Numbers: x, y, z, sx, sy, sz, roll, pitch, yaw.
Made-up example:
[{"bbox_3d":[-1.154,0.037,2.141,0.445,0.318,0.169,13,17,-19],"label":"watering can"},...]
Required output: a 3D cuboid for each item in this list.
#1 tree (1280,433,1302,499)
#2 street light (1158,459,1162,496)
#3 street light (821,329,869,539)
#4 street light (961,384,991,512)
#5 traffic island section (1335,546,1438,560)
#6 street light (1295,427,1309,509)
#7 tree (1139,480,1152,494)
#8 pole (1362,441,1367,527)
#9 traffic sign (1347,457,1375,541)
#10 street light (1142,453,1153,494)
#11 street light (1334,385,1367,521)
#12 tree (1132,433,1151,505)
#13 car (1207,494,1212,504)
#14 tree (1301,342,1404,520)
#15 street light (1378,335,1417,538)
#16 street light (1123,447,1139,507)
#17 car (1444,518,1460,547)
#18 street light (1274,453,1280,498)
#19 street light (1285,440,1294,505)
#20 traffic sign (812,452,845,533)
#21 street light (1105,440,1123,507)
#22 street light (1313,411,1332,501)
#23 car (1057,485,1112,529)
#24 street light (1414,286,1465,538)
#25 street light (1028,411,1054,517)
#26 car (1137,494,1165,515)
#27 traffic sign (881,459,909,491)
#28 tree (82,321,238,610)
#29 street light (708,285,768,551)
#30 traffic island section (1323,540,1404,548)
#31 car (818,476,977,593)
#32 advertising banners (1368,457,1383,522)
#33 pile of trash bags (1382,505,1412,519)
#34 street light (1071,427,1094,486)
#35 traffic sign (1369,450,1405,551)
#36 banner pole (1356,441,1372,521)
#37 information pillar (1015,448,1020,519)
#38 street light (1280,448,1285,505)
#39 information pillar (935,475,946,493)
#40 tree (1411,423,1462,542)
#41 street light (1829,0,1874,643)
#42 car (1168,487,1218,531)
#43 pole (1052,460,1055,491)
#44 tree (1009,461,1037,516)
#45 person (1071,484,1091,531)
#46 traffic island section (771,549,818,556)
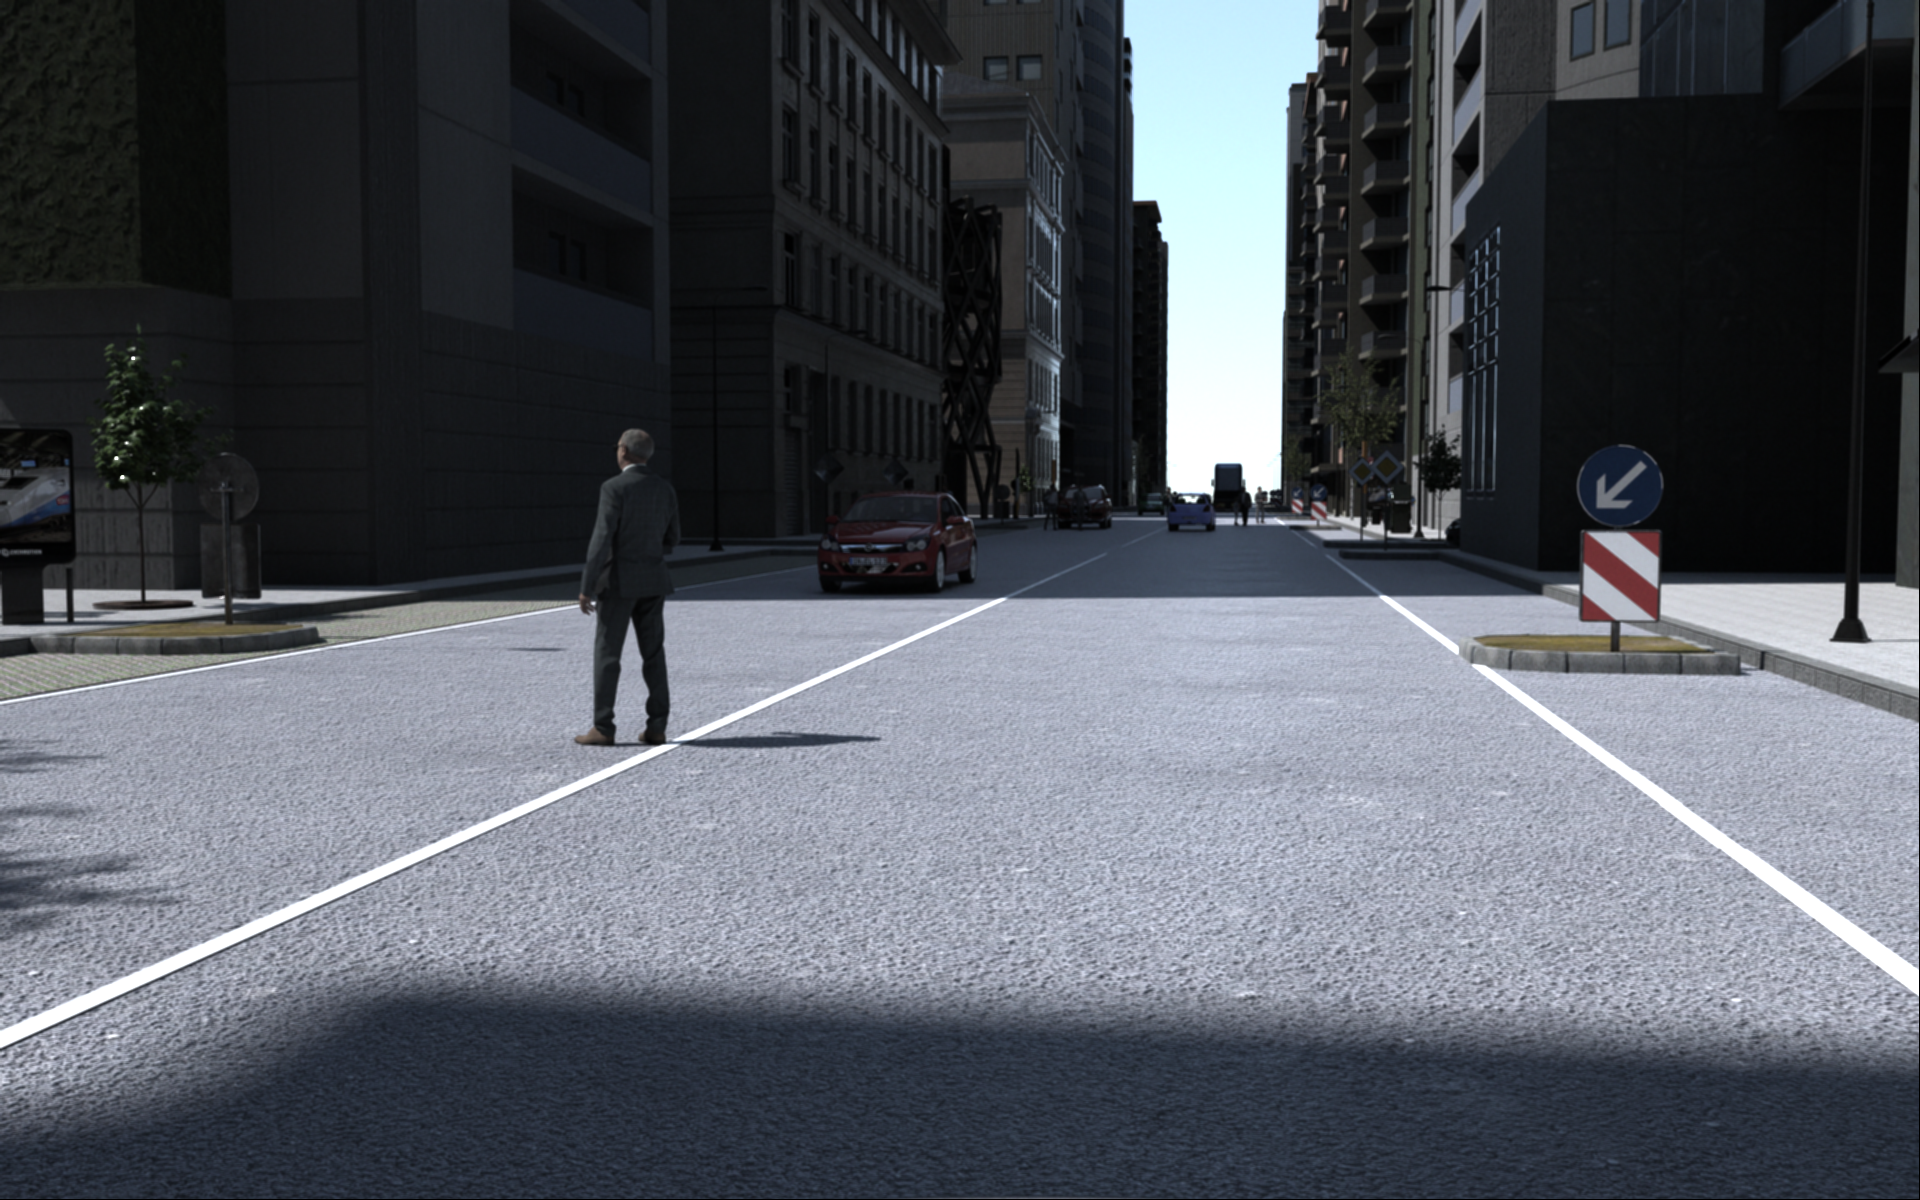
[{"bbox_3d":[39.443,-15.478,203.434,4.737,8.622,4.395,0,3,0],"label":"tree"},{"bbox_3d":[26.130,-15.751,230.074,1.470,5.913,1.316,1,4,9],"label":"street light"},{"bbox_3d":[-3.248,-4.680,49.057,1.470,5.913,1.316,1,4,9],"label":"street light"},{"bbox_3d":[0.633,-6.175,73.494,1.470,5.913,1.316,1,4,9],"label":"street light"},{"bbox_3d":[9.622,-1.028,39.082,2.009,0.180,2.903,1,4,9],"label":"traffic island section"},{"bbox_3d":[25.242,-9.372,125.779,1.470,5.913,1.316,1,4,9],"label":"street light"},{"bbox_3d":[22.733,-13.334,212.618,1.663,3.219,1.824,0,3,0],"label":"tree"},{"bbox_3d":[15.641,-4.475,67.014,0.158,3.312,0.155,0,3,0],"label":"pole"},{"bbox_3d":[10.881,-2.645,46.890,0.795,2.450,0.064,1,4,9],"label":"traffic sign"},{"bbox_3d":[20.709,-13.652,195.754,1.470,5.913,1.316,1,4,9],"label":"street light"},{"bbox_3d":[16.746,-6.202,73.943,1.470,5.913,1.316,1,4,9],"label":"street light"},{"bbox_3d":[20.201,-15.250,199.699,4.360,8.622,3.978,0,3,0],"label":"tree"},{"bbox_3d":[33.456,-13.906,236.397,2.155,1.783,4.494,1,4,9],"label":"car"},{"bbox_3d":[19.405,-8.200,84.435,4.737,8.622,4.395,0,3,0],"label":"tree"},{"bbox_3d":[12.894,-4.773,50.583,1.470,5.913,1.316,1,4,9],"label":"street light"},{"bbox_3d":[16.876,-12.222,172.367,1.470,5.913,1.316,1,4,9],"label":"street light"},{"bbox_3d":[14.152,-2.015,42.734,4.222,1.686,2.009,1,4,9],"label":"car"},{"bbox_3d":[38.567,-14.395,207.904,1.470,5.913,1.316,1,4,9],"label":"street light"},{"bbox_3d":[28.989,-10.802,149.155,1.470,5.913,1.316,1,4,9],"label":"street light"},{"bbox_3d":[-3.126,-2.291,41.094,0.795,2.450,0.064,1,4,9],"label":"traffic sign"},{"bbox_3d":[13.052,-10.793,149.003,1.470,5.913,1.316,1,4,9],"label":"street light"},{"bbox_3d":[20.673,-7.630,97.290,1.470,5.913,1.316,1,4,9],"label":"street light"},{"bbox_3d":[5.261,-3.915,72.680,2.281,1.827,5.304,1,4,8],"label":"car"},{"bbox_3d":[11.071,-4.046,38.698,1.470,5.913,1.316,1,4,9],"label":"street light"},{"bbox_3d":[4.527,-7.603,96.847,1.470,5.913,1.316,1,4,9],"label":"street light"},{"bbox_3d":[13.072,-6.691,118.193,1.959,1.807,4.718,0,4,8],"label":"car"},{"bbox_3d":[-1.842,-2.773,48.975,0.795,2.450,0.064,1,4,9],"label":"traffic sign"},{"bbox_3d":[-9.230,-1.517,19.409,1.663,3.219,1.824,0,3,0],"label":"tree"},{"bbox_3d":[-4.958,-4.049,38.749,1.470,5.913,1.316,1,4,9],"label":"street light"},{"bbox_3d":[10.906,-1.510,46.963,2.009,0.180,2.903,1,4,9],"label":"traffic island section"},{"bbox_3d":[-0.905,-1.076,26.633,2.155,1.783,4.494,1,4,10],"label":"car"},{"bbox_3d":[19.442,-5.144,80.298,0.090,3.025,2.074,-1,4,-18],"label":"advertising banners"},{"bbox_3d":[22.186,-4.748,87.379,1.912,1.369,3.447,0,4,-7],"label":"pile of trash bags"},{"bbox_3d":[8.304,-9.034,120.240,1.470,5.913,1.316,1,4,9],"label":"street light"},{"bbox_3d":[9.597,-2.163,39.008,0.795,2.450,0.064,1,4,9],"label":"traffic sign"},{"bbox_3d":[19.116,-5.604,81.637,0.863,3.779,0.401,0,3,0],"label":"banner pole"},{"bbox_3d":[2.929,-5.906,87.921,0.183,3.616,0.504,1,4,13],"label":"information pillar"},{"bbox_3d":[32.974,-12.249,172.804,1.470,5.913,1.316,1,4,9],"label":"street light"},{"bbox_3d":[-0.743,-3.720,65.320,0.304,2.012,0.304,-3,5,-42],"label":"information pillar"},{"bbox_3d":[13.060,-3.207,47.035,1.663,3.219,1.824,0,3,0],"label":"tree"},{"bbox_3d":[7.228,-2.597,15.009,1.470,5.913,1.316,1,4,9],"label":"street light"},{"bbox_3d":[9.155,-3.584,68.190,1.945,1.707,3.694,1,4,11],"label":"car"},{"bbox_3d":[5.586,-6.697,103.332,0.158,3.312,0.155,0,3,0],"label":"pole"},{"bbox_3d":[3.599,-6.495,100.801,1.663,3.219,1.824,0,3,0],"label":"tree"},{"bbox_3d":[4.751,-3.635,68.054,0.709,1.813,0.853,-1,4,-22],"label":"person"},{"bbox_3d":[-3.151,-1.155,41.159,2.009,0.180,2.903,1,4,9],"label":"traffic island section"}]
